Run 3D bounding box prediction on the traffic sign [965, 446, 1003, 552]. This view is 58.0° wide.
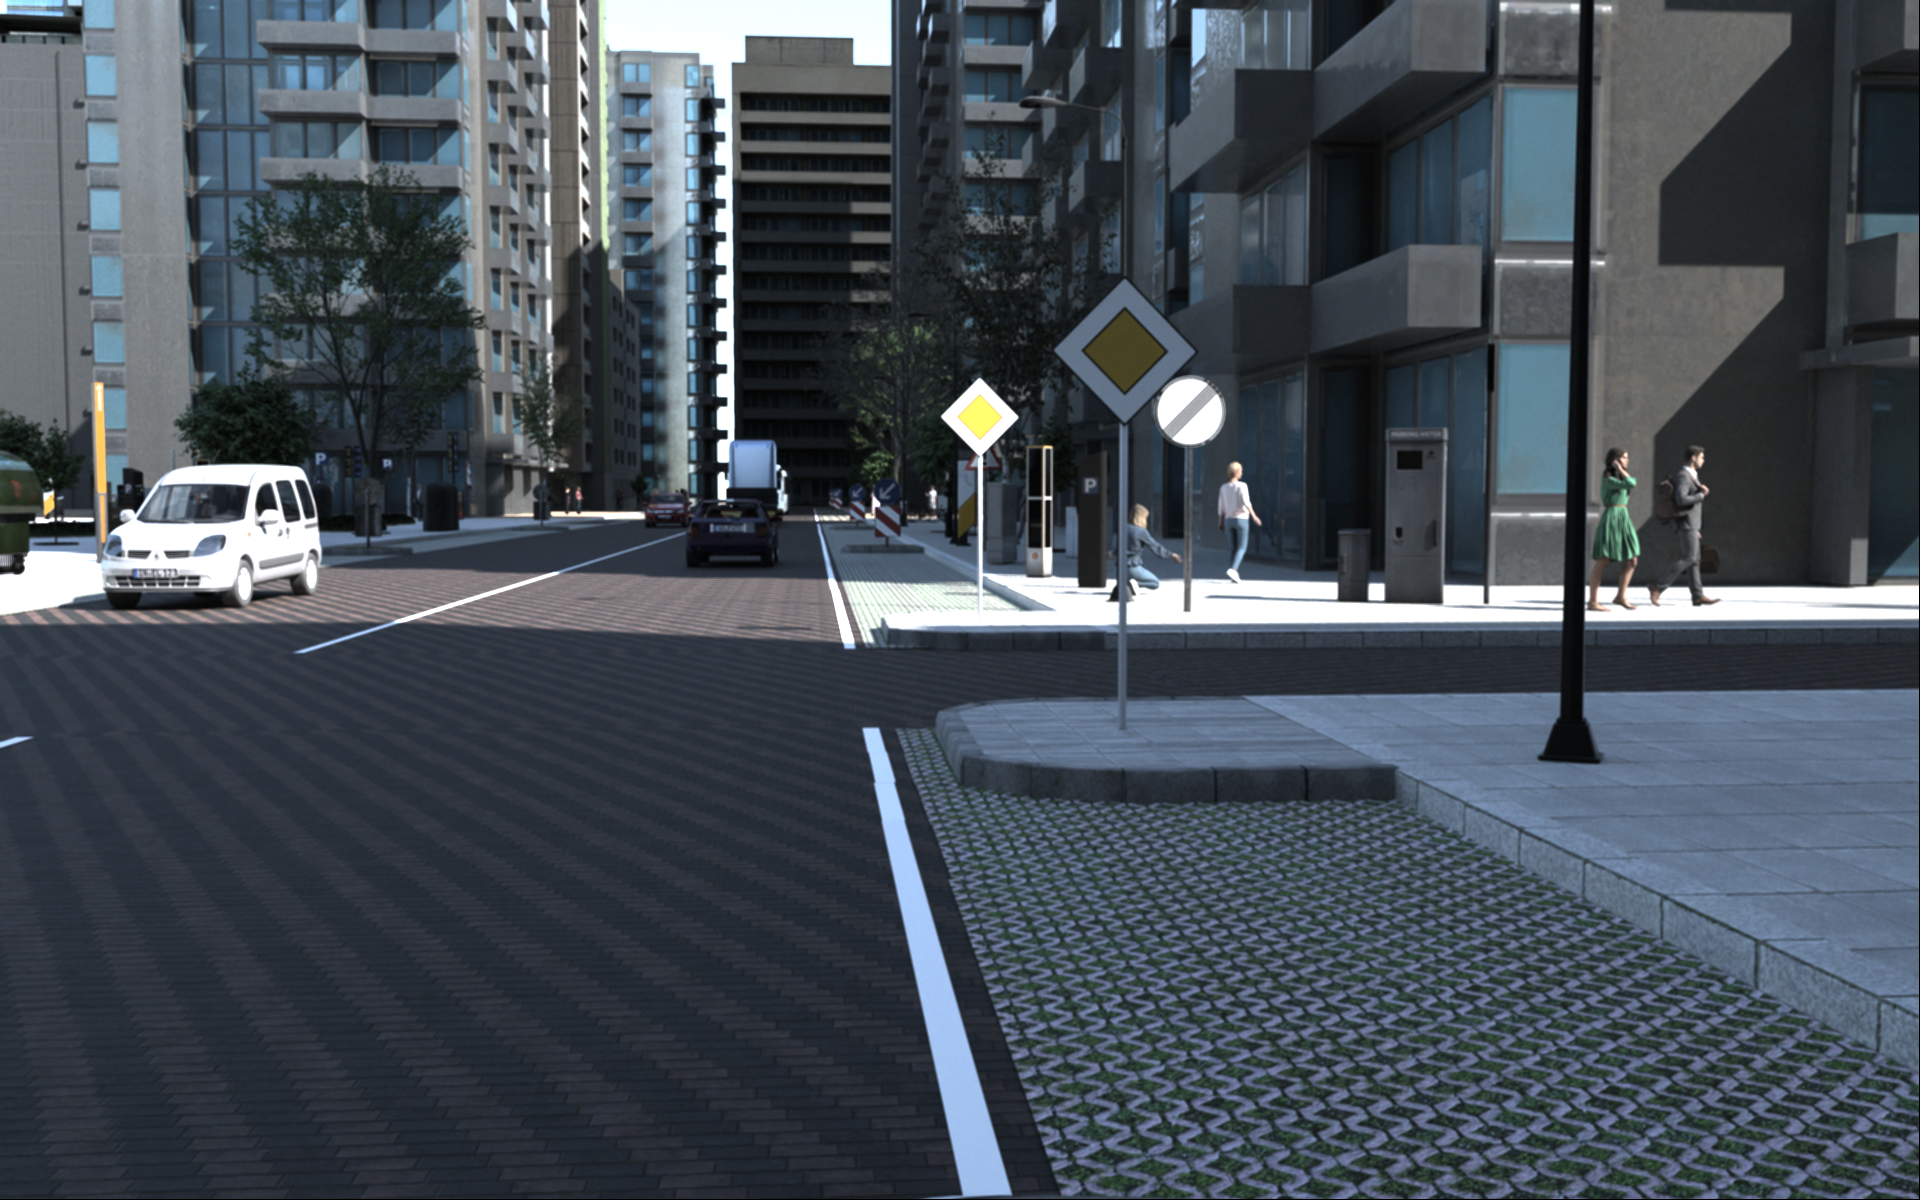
[{"bbox_3d":[0.548,-2.358,38.556,0.884,2.594,0.081,0,4,-2],"label":"traffic sign"}]

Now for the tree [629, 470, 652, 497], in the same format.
[{"bbox_3d":[-25.587,-8.767,137.935,1.663,3.219,1.824,0,3,0],"label":"tree"}]

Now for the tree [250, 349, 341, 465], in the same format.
[{"bbox_3d":[-33.977,-8.424,88.101,4.360,8.622,3.978,0,3,0],"label":"tree"}]

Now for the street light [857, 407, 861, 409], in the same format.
[{"bbox_3d":[-4.762,-7.323,92.265,1.470,5.913,1.316,0,4,-5],"label":"street light"}]

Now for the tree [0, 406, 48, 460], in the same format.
[{"bbox_3d":[-35.671,-4.951,64.667,4.285,4.588,4.351,0,3,0],"label":"tree"}]

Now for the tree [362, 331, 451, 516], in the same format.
[{"bbox_3d":[-25.066,-7.837,78.498,4.360,8.622,3.978,0,3,0],"label":"tree"}]

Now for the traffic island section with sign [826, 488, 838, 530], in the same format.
[{"bbox_3d":[-4.232,-3.711,69.300,1.989,1.847,2.006,0,4,-5],"label":"traffic island section with sign"}]

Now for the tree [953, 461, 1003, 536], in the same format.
[{"bbox_3d":[0.595,-3.618,53.760,1.663,3.219,1.824,0,3,0],"label":"tree"}]

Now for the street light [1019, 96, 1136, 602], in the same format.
[{"bbox_3d":[1.386,-2.931,20.460,1.470,5.913,1.316,0,4,-5],"label":"street light"}]

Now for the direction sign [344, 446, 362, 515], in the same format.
[{"bbox_3d":[-28.517,-5.469,81.417,0.876,3.537,0.379,1,4,16],"label":"direction sign"}]

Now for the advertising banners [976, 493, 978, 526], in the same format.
[{"bbox_3d":[0.632,-4.437,68.732,0.090,3.025,2.074,-1,4,-18],"label":"advertising banners"}]

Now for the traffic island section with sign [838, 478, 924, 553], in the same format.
[{"bbox_3d":[-1.921,-2.068,42.444,1.989,1.847,2.006,0,4,-5],"label":"traffic island section with sign"}]

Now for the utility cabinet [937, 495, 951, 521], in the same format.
[{"bbox_3d":[-0.693,-4.306,81.559,0.306,1.237,1.020,-2,4,-28],"label":"utility cabinet"}]

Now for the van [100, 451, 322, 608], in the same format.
[{"bbox_3d":[-9.922,-0.986,23.128,2.013,2.044,4.112,0,4,-3],"label":"van"}]

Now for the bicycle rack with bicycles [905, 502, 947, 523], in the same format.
[{"bbox_3d":[-1.754,-3.951,77.986,2.925,0.926,2.852,0,4,-2],"label":"bicycle rack with bicycles"}]

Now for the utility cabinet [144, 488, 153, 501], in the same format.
[{"bbox_3d":[-27.773,-3.138,59.984,1.173,1.500,0.318,-1,4,-13],"label":"utility cabinet"}]

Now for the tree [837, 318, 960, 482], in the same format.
[{"bbox_3d":[-3.716,-10.744,101.416,9.928,11.665,9.643,0,3,0],"label":"tree"}]

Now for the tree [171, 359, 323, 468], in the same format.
[{"bbox_3d":[-17.512,-3.602,42.610,4.285,4.588,4.351,0,3,0],"label":"tree"}]

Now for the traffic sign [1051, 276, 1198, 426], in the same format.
[{"bbox_3d":[0.904,-0.438,9.344,0.795,2.593,0.064,0,4,-5],"label":"traffic sign"}]

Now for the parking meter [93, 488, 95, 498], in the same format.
[{"bbox_3d":[-35.607,-3.865,71.604,0.372,1.533,0.369,0,3,0],"label":"parking meter"}]

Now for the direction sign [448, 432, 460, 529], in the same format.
[{"bbox_3d":[-18.480,-4.355,63.203,0.379,3.537,0.876,-3,4,-38],"label":"direction sign"}]

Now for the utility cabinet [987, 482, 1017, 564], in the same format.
[{"bbox_3d":[0.793,-1.427,32.005,0.318,1.500,1.173,1,4,15],"label":"utility cabinet"}]

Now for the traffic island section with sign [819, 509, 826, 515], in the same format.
[{"bbox_3d":[-8.576,-6.792,119.674,1.989,1.847,2.006,0,4,-5],"label":"traffic island section with sign"}]

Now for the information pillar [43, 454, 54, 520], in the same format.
[{"bbox_3d":[-45.539,-5.818,86.473,0.504,3.616,0.183,0,4,5],"label":"information pillar"}]

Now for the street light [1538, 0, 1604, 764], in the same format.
[{"bbox_3d":[2.425,-2.180,8.186,1.470,5.913,1.316,0,4,-5],"label":"street light"}]

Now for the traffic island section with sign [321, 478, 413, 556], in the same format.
[{"bbox_3d":[-14.046,-1.971,40.856,1.989,1.847,2.006,0,4,-5],"label":"traffic island section with sign"}]

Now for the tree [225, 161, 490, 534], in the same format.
[{"bbox_3d":[-18.969,-7.919,55.238,9.928,11.665,9.643,0,3,0],"label":"tree"}]

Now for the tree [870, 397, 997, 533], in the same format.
[{"bbox_3d":[-0.370,-4.552,58.133,4.285,4.588,4.351,0,3,0],"label":"tree"}]

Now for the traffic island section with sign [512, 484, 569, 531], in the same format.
[{"bbox_3d":[-16.368,-3.614,67.711,1.989,1.847,2.006,0,4,-5],"label":"traffic island section with sign"}]

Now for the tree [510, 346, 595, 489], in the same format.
[{"bbox_3d":[-20.389,-8.269,85.561,4.737,8.622,4.395,0,3,0],"label":"tree"}]

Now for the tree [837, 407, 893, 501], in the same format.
[{"bbox_3d":[-7.605,-11.273,134.678,4.360,8.622,3.978,0,3,0],"label":"tree"}]

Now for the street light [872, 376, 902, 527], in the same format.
[{"bbox_3d":[-2.753,-5.854,68.262,1.470,5.913,1.316,0,4,-5],"label":"street light"}]

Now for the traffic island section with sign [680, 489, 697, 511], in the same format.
[{"bbox_3d":[-23.004,-8.317,144.614,1.989,1.847,2.006,0,4,-5],"label":"traffic island section with sign"}]

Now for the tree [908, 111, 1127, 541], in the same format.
[{"bbox_3d":[1.148,-5.135,34.317,4.360,8.622,3.978,0,3,0],"label":"tree"}]

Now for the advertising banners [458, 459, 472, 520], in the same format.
[{"bbox_3d":[-25.163,-5.558,87.053,0.090,3.025,2.074,2,4,24],"label":"advertising banners"}]

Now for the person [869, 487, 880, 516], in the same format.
[{"bbox_3d":[-4.938,-5.758,100.862,0.621,1.740,0.551,2,4,24],"label":"person"}]

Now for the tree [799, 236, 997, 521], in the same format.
[{"bbox_3d":[-2.684,-10.541,82.721,12.009,13.543,11.850,0,3,0],"label":"tree"}]

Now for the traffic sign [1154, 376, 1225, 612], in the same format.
[{"bbox_3d":[2.478,-1.143,18.792,0.768,2.556,0.104,0,4,-3],"label":"traffic sign"}]

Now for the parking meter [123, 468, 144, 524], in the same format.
[{"bbox_3d":[-18.480,-2.021,38.755,0.399,1.863,0.255,2,4,23],"label":"parking meter"}]

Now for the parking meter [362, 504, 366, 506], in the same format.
[{"bbox_3d":[-30.376,-4.900,88.528,0.372,1.533,0.369,0,3,0],"label":"parking meter"}]

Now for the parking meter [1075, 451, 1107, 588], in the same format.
[{"bbox_3d":[1.798,-1.101,23.718,0.399,1.863,0.255,1,4,17],"label":"parking meter"}]

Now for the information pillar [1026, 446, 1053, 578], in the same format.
[{"bbox_3d":[1.217,-1.351,26.581,0.304,2.012,0.304,2,4,28],"label":"information pillar"}]

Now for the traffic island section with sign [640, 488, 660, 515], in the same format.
[{"bbox_3d":[-20.685,-6.673,117.727,1.989,1.847,2.006,0,4,-5],"label":"traffic island section with sign"}]

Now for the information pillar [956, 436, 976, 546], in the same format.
[{"bbox_3d":[0.159,-3.140,42.698,0.504,3.616,0.183,2,4,30],"label":"information pillar"}]

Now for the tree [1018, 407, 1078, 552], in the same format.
[{"bbox_3d":[2.182,-2.688,38.549,1.663,3.219,1.824,0,3,0],"label":"tree"}]

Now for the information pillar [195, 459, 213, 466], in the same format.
[{"bbox_3d":[-15.903,-1.958,36.500,0.304,2.012,0.304,-1,4,-12],"label":"information pillar"}]

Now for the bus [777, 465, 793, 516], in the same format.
[{"bbox_3d":[-12.801,-7.381,115.543,2.948,3.499,13.247,0,4,-3],"label":"bus"}]

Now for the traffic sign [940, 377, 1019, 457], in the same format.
[{"bbox_3d":[0.217,-0.924,17.300,0.795,2.593,0.064,0,4,-5],"label":"traffic sign"}]

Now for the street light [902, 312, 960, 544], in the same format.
[{"bbox_3d":[-0.656,-4.393,44.375,1.470,5.913,1.316,0,4,-5],"label":"street light"}]

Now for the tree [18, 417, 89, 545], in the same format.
[{"bbox_3d":[-22.745,-3.000,43.652,1.663,3.219,1.824,0,3,0],"label":"tree"}]

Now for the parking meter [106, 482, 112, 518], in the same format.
[{"bbox_3d":[-40.727,-4.710,82.724,0.399,1.863,0.255,2,4,35],"label":"parking meter"}]

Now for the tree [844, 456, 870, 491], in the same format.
[{"bbox_3d":[-5.044,-7.900,112.878,4.285,4.588,4.351,0,3,0],"label":"tree"}]
